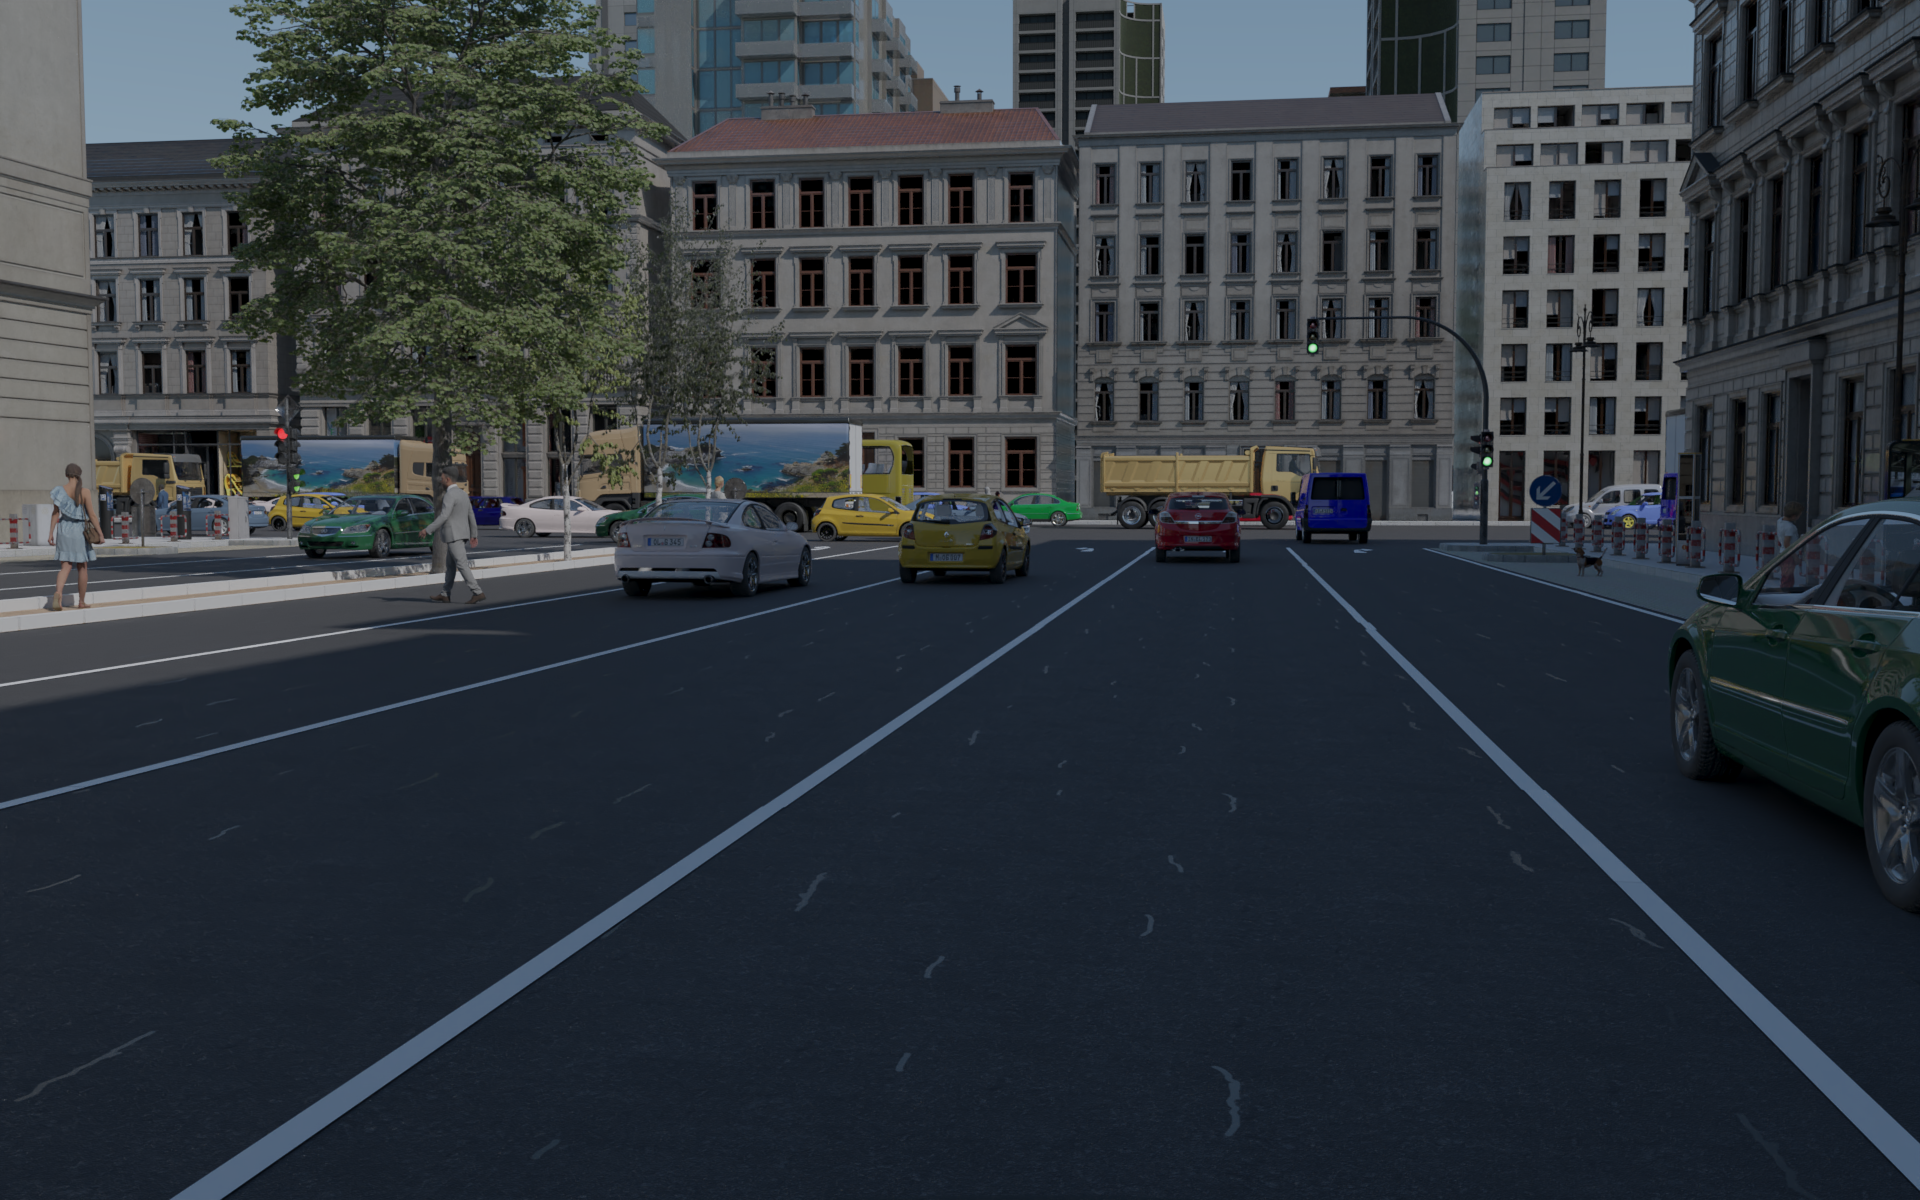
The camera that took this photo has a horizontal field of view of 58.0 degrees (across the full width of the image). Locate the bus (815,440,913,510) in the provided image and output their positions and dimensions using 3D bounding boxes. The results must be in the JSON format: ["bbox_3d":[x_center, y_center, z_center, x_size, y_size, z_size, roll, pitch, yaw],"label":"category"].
[{"bbox_3d":[-8.100,-4.793,69.916,12.252,3.916,2.896,1,4,10],"label":"bus"}]

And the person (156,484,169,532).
[{"bbox_3d":[-30.200,-3.481,65.601,0.419,1.800,0.721,0,4,-6],"label":"person"}]

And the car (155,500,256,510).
[{"bbox_3d":[-30.237,-3.433,68.487,4.827,1.381,2.083,1,4,10],"label":"car"}]

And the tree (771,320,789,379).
[{"bbox_3d":[-6.682,-5.703,46.059,4.360,8.622,3.978,0,3,0],"label":"tree"}]

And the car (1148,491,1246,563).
[{"bbox_3d":[5.172,-1.759,37.793,2.155,1.783,4.494,0,4,7],"label":"car"}]

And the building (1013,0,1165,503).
[{"bbox_3d":[18.831,-49.732,251.362,20.611,71.187,20.563,1,4,9],"label":"building"}]

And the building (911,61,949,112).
[{"bbox_3d":[-8.471,-32.683,184.483,14.600,45.320,14.200,1,4,9],"label":"building"}]

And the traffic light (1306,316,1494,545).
[{"bbox_3d":[11.224,-4.252,44.187,4.771,5.953,1.251,1,4,9],"label":"traffic light"}]

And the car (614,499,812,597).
[{"bbox_3d":[-3.549,-0.810,25.609,2.083,1.381,4.827,1,4,10],"label":"car"}]

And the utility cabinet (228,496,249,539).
[{"bbox_3d":[-20.667,-2.354,49.644,0.306,1.237,1.020,0,4,-7],"label":"utility cabinet"}]

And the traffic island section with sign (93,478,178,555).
[{"bbox_3d":[-19.930,-2.008,41.464,1.989,1.847,2.006,1,4,9],"label":"traffic island section with sign"}]

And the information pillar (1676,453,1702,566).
[{"bbox_3d":[12.975,-1.612,30.843,0.304,2.012,0.304,3,5,44],"label":"information pillar"}]

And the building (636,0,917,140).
[{"bbox_3d":[-16.351,-33.208,162.559,23.786,49.044,30.456,1,4,9],"label":"building"}]

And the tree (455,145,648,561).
[{"bbox_3d":[-8.225,-5.077,35.824,4.737,8.622,4.395,0,3,0],"label":"tree"}]

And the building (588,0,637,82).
[{"bbox_3d":[-27.051,-40.204,199.326,28.212,58.520,21.231,1,4,9],"label":"building"}]

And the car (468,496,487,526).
[{"bbox_3d":[-22.742,-4.057,78.906,3.894,1.354,1.945,1,4,9],"label":"car"}]

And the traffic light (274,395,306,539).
[{"bbox_3d":[-19.012,-3.678,49.057,0.839,4.253,0.868,1,4,9],"label":"traffic light"}]

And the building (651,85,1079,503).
[{"bbox_3d":[-4.161,-15.606,91.318,21.152,22.565,11.583,1,4,9],"label":"building"}]

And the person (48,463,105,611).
[{"bbox_3d":[-10.886,-0.778,21.322,0.616,1.811,0.778,0,4,-4],"label":"person"}]

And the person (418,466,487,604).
[{"bbox_3d":[-6.591,-0.848,22.633,0.850,1.792,0.678,1,4,9],"label":"person"}]

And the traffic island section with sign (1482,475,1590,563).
[{"bbox_3d":[12.219,-1.729,36.893,1.989,1.847,2.006,1,4,9],"label":"traffic island section with sign"}]

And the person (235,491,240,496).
[{"bbox_3d":[-31.670,-3.982,75.817,0.614,1.554,0.590,2,4,28],"label":"person"}]

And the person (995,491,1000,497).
[{"bbox_3d":[1.471,-3.376,66.076,0.453,1.535,0.546,1,4,9],"label":"person"}]

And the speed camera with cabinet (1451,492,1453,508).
[{"bbox_3d":[31.870,-7.198,112.030,2.038,3.252,0.660,-1,4,-19],"label":"speed camera with cabinet"}]

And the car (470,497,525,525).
[{"bbox_3d":[-19.229,-3.511,69.981,3.894,1.354,1.945,1,4,8],"label":"car"}]

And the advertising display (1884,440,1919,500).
[{"bbox_3d":[11.641,-0.953,20.799,0.974,1.923,0.123,1,4,14],"label":"advertising display"}]

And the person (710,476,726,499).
[{"bbox_3d":[-4.720,-1.515,33.627,0.624,1.780,0.694,-2,4,-25],"label":"person"}]

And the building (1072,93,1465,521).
[{"bbox_3d":[15.159,-14.554,87.116,18.267,20.994,9.793,1,4,9],"label":"building"}]

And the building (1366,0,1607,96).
[{"bbox_3d":[45.794,-43.989,157.473,20.563,71.187,20.611,1,4,9],"label":"building"}]

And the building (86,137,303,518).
[{"bbox_3d":[-55.149,-15.117,98.073,40.483,20.767,10.553,1,4,9],"label":"building"}]

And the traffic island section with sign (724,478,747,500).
[{"bbox_3d":[-6.327,-2.404,47.439,2.006,1.907,1.989,1,4,9],"label":"traffic island section with sign"}]

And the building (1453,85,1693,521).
[{"bbox_3d":[33.580,-14.060,84.637,16.860,20.320,10.420,1,4,9],"label":"building"}]

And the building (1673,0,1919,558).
[{"bbox_3d":[20.471,-10.204,31.468,10.561,19.102,19.286,1,4,9],"label":"building"}]

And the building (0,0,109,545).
[{"bbox_3d":[-38.954,-12.777,42.182,30.059,22.955,16.112,1,4,9],"label":"building"}]

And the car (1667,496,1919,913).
[{"bbox_3d":[4.342,0.281,7.200,2.131,1.459,4.920,1,4,9],"label":"car"}]

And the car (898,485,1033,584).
[{"bbox_3d":[0.143,-1.160,29.196,2.015,1.641,3.980,1,4,11],"label":"car"}]

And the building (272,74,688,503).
[{"bbox_3d":[-24.666,-16.181,93.444,19.941,23.489,11.050,1,4,9],"label":"building"}]

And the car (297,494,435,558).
[{"bbox_3d":[-13.531,-1.748,40.377,2.131,1.459,4.920,1,4,11],"label":"car"}]

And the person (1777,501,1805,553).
[{"bbox_3d":[9.922,-0.506,20.683,0.340,1.345,0.435,0,4,2],"label":"person"}]

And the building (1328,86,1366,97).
[{"bbox_3d":[49.538,-32.343,183.437,22.147,44.769,28.867,1,4,9],"label":"building"}]

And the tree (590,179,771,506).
[{"bbox_3d":[-7.016,-5.362,40.481,4.360,8.622,3.978,0,3,0],"label":"tree"}]

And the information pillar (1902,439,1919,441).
[{"bbox_3d":[12.839,-1.152,23.329,0.304,2.012,0.304,2,4,31],"label":"information pillar"}]
